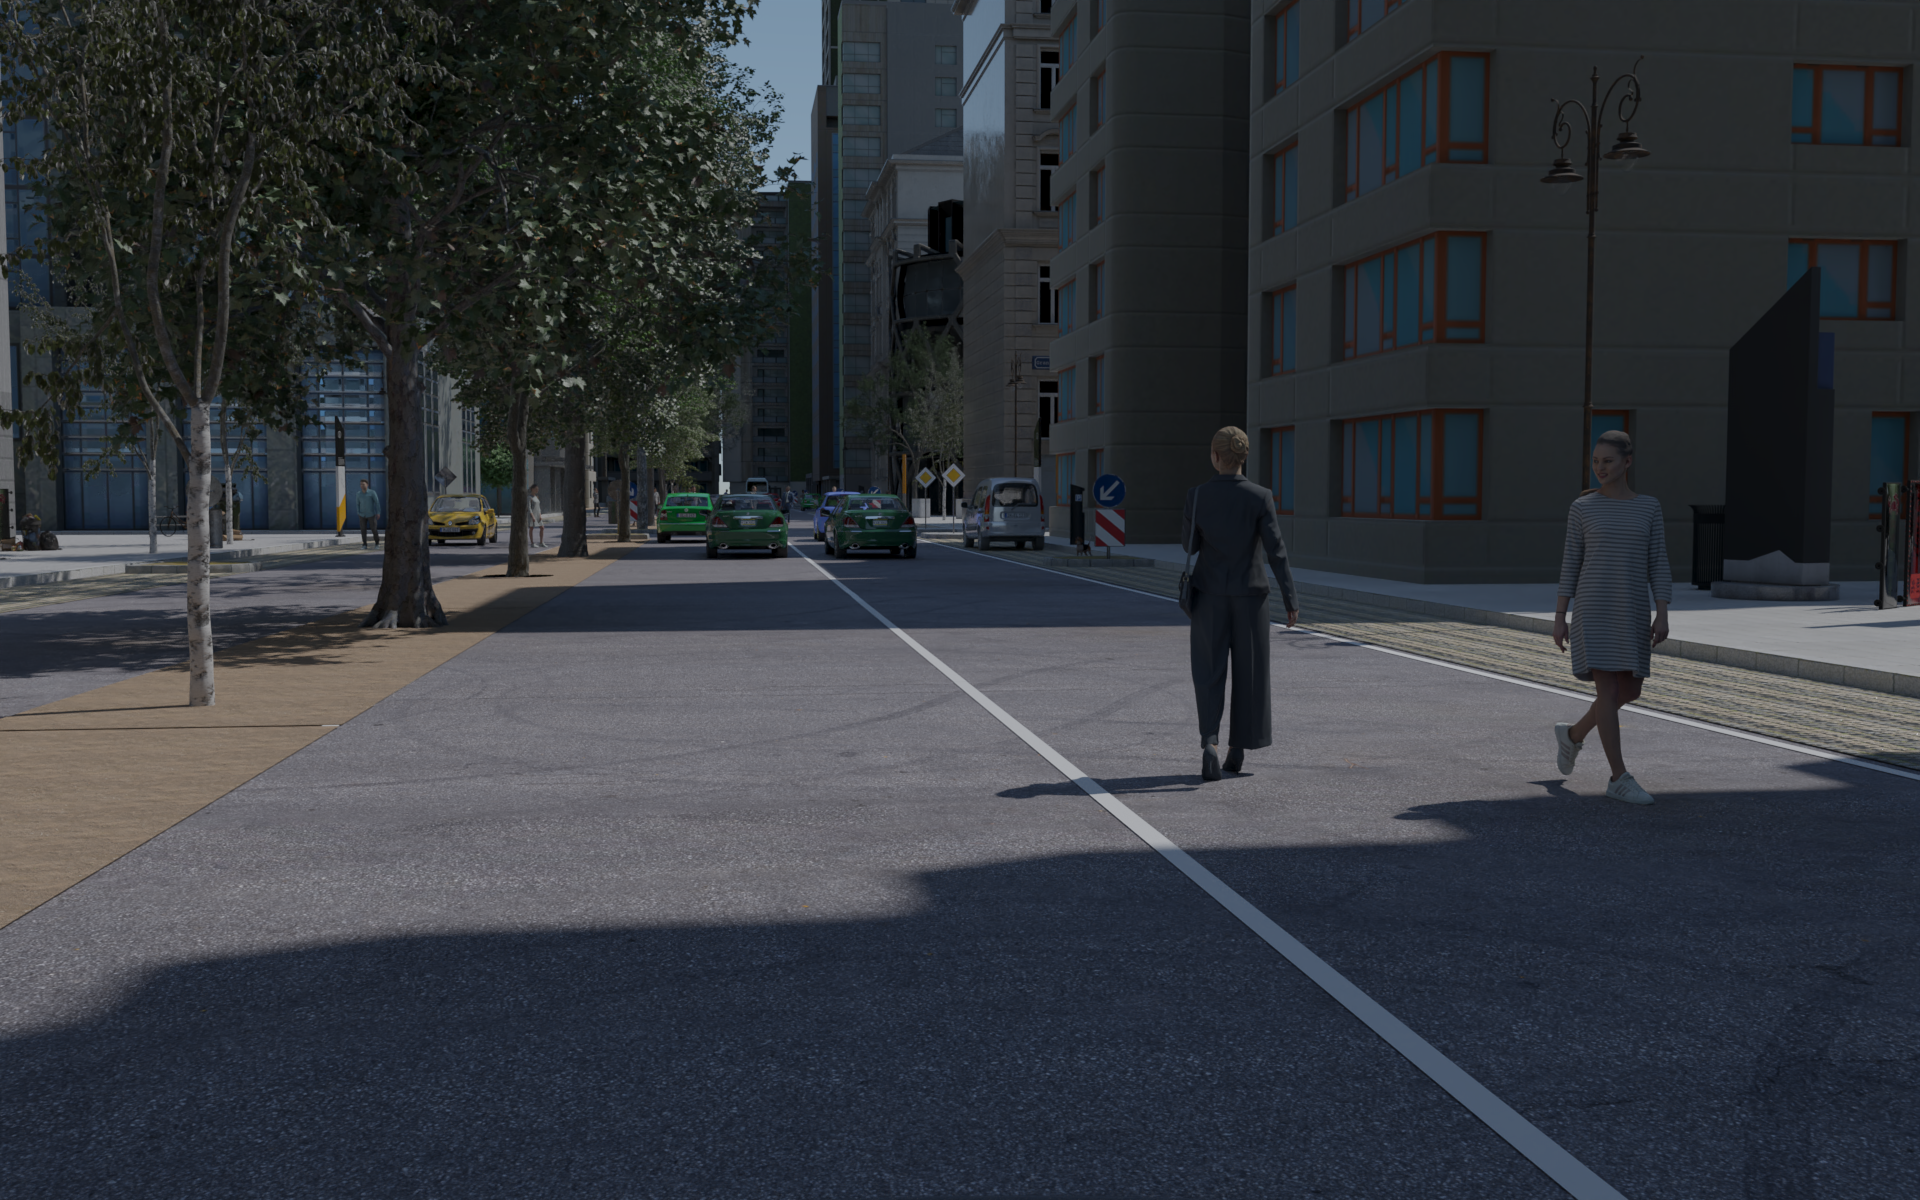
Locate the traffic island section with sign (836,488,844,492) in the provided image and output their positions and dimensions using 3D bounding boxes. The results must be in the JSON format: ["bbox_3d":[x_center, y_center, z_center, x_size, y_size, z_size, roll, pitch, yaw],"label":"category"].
[{"bbox_3d":[-8.126,-6.530,115.393,1.989,1.847,2.006,0,4,-8],"label":"traffic island section with sign"}]

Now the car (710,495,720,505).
[{"bbox_3d":[-24.176,-9.723,171.336,2.083,1.381,4.827,0,4,-7],"label":"car"}]

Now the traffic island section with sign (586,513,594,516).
[{"bbox_3d":[-25.062,-6.442,113.954,1.989,1.847,2.006,0,4,-8],"label":"traffic island section with sign"}]

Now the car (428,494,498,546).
[{"bbox_3d":[-14.217,-2.387,49.247,2.015,1.641,3.980,-1,4,-8],"label":"car"}]

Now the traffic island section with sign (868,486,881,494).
[{"bbox_3d":[-4.541,-4.896,88.676,1.989,1.847,2.006,0,4,-8],"label":"traffic island section with sign"}]

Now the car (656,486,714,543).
[{"bbox_3d":[-8.154,-2.654,52.192,1.959,1.807,4.718,0,4,-7],"label":"car"}]

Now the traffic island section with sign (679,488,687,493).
[{"bbox_3d":[-21.923,-7.877,136.927,2.006,1.907,1.989,0,4,-8],"label":"traffic island section with sign"}]

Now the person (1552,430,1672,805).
[{"bbox_3d":[3.078,0.059,8.292,0.466,1.731,0.760,-1,4,-20],"label":"person"}]

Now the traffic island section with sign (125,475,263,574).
[{"bbox_3d":[-14.032,-1.425,31.920,1.989,1.847,2.006,0,4,-8],"label":"traffic island section with sign"}]

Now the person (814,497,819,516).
[{"bbox_3d":[-9.383,-6.105,112.997,0.332,1.250,0.352,0,4,5],"label":"person"}]

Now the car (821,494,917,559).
[{"bbox_3d":[-2.096,-1.722,39.953,2.131,1.459,4.920,-1,4,-9],"label":"car"}]

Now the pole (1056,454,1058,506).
[{"bbox_3d":[3.661,-4.307,64.255,0.158,3.312,0.155,0,3,0],"label":"pole"}]

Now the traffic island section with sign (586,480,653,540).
[{"bbox_3d":[-10.924,-2.873,55.115,2.006,1.907,1.989,0,4,-8],"label":"traffic island section with sign"}]

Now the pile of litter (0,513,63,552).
[{"bbox_3d":[-21.161,-1.539,39.125,1.719,0.858,1.176,-3,5,-42],"label":"pile of litter"}]

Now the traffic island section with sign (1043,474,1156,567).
[{"bbox_3d":[2.723,-1.596,34.721,1.989,1.847,2.006,0,4,-8],"label":"traffic island section with sign"}]

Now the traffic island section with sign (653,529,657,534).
[{"bbox_3d":[-11.902,-3.322,62.457,2.006,1.907,1.989,0,4,-8],"label":"traffic island section with sign"}]

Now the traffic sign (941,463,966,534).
[{"bbox_3d":[-0.212,-3.216,56.231,0.795,2.450,0.064,0,4,-8],"label":"traffic sign"}]

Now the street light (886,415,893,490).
[{"bbox_3d":[-4.175,-7.852,101.162,0.468,5.910,1.993,0,4,-8],"label":"street light"}]

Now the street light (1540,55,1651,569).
[{"bbox_3d":[6.852,-2.818,18.860,0.468,5.910,1.993,0,4,-8],"label":"street light"}]

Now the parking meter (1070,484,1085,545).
[{"bbox_3d":[2.970,-2.165,43.816,0.372,1.533,0.369,0,3,0],"label":"parking meter"}]

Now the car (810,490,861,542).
[{"bbox_3d":[-3.646,-2.693,53.622,1.945,1.707,3.694,0,4,-7],"label":"car"}]

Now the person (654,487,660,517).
[{"bbox_3d":[-18.884,-6.031,106.960,0.661,1.843,0.795,-2,4,-27],"label":"person"}]

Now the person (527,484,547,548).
[{"bbox_3d":[-11.379,-2.251,46.304,0.522,1.701,0.512,1,4,20],"label":"person"}]

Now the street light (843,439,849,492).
[{"bbox_3d":[-9.186,-10.136,138.515,0.468,5.910,1.993,0,4,-8],"label":"street light"}]

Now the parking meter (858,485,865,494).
[{"bbox_3d":[-6.552,-6.705,115.336,0.399,1.863,0.255,-1,4,-18],"label":"parking meter"}]

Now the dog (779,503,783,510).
[{"bbox_3d":[-13.121,-6.610,124.904,0.800,0.831,0.513,0,4,1],"label":"dog"}]

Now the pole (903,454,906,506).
[{"bbox_3d":[-2.863,-5.816,88.941,0.158,3.312,0.155,0,3,0],"label":"pole"}]

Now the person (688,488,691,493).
[{"bbox_3d":[-15.577,-5.565,99.827,0.374,1.781,0.599,2,4,28],"label":"person"}]

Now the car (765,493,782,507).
[{"bbox_3d":[-14.256,-7.382,129.743,2.155,1.783,4.494,0,4,-8],"label":"car"}]

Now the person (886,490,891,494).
[{"bbox_3d":[-2.908,-3.643,69.871,0.330,1.601,0.589,-1,4,-16],"label":"person"}]

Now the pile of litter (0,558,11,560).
[{"bbox_3d":[-19.385,-1.198,33.558,1.719,0.858,1.176,-1,4,-21],"label":"pile of litter"}]

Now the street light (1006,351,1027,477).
[{"bbox_3d":[1.806,-5.091,56.029,0.468,5.910,1.993,0,4,-8],"label":"street light"}]

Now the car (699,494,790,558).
[{"bbox_3d":[-4.971,-1.732,40.122,2.131,1.459,4.920,-1,4,-9],"label":"car"}]

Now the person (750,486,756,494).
[{"bbox_3d":[-9.637,-4.439,81.180,0.767,1.812,0.694,1,4,17],"label":"person"}]

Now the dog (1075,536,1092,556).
[{"bbox_3d":[2.706,-1.134,37.825,0.406,0.507,0.540,0,4,-2],"label":"dog"}]

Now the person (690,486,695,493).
[{"bbox_3d":[-11.287,-3.943,73.243,0.678,1.792,0.850,-2,4,-28],"label":"person"}]

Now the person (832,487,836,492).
[{"bbox_3d":[-5.789,-4.322,79.588,0.576,1.772,0.534,0,4,3],"label":"person"}]

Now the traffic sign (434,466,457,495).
[{"bbox_3d":[-18.369,-3.562,61.876,0.795,2.450,0.064,0,4,-8],"label":"traffic sign"}]

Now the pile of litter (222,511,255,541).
[{"bbox_3d":[-20.224,-2.053,47.538,1.719,0.858,1.176,-2,4,-29],"label":"pile of litter"}]

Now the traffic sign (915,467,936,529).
[{"bbox_3d":[-1.276,-3.700,64.145,0.795,2.450,0.064,0,4,-8],"label":"traffic sign"}]

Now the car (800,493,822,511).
[{"bbox_3d":[-12.523,-8.413,146.345,1.959,1.807,4.718,0,4,-8],"label":"car"}]

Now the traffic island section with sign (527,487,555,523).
[{"bbox_3d":[-21.471,-4.808,87.238,1.989,1.847,2.006,0,4,-8],"label":"traffic island section with sign"}]

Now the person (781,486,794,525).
[{"bbox_3d":[-8.143,-4.451,81.464,0.721,1.800,0.419,1,4,12],"label":"person"}]

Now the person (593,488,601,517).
[{"bbox_3d":[-22.314,-5.975,106.375,0.473,1.802,0.592,2,4,25],"label":"person"}]

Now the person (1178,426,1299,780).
[{"bbox_3d":[1.393,0.009,8.773,0.576,1.772,0.534,0,4,-6],"label":"person"}]

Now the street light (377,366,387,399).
[{"bbox_3d":[-20.459,-5.456,61.986,0.468,5.910,1.993,0,4,-8],"label":"street light"}]

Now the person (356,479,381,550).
[{"bbox_3d":[-15.229,-2.210,44.652,0.660,1.820,0.620,0,4,2],"label":"person"}]

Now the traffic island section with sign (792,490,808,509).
[{"bbox_3d":[-14.857,-9.589,165.411,1.989,1.847,2.006,0,4,-8],"label":"traffic island section with sign"}]
